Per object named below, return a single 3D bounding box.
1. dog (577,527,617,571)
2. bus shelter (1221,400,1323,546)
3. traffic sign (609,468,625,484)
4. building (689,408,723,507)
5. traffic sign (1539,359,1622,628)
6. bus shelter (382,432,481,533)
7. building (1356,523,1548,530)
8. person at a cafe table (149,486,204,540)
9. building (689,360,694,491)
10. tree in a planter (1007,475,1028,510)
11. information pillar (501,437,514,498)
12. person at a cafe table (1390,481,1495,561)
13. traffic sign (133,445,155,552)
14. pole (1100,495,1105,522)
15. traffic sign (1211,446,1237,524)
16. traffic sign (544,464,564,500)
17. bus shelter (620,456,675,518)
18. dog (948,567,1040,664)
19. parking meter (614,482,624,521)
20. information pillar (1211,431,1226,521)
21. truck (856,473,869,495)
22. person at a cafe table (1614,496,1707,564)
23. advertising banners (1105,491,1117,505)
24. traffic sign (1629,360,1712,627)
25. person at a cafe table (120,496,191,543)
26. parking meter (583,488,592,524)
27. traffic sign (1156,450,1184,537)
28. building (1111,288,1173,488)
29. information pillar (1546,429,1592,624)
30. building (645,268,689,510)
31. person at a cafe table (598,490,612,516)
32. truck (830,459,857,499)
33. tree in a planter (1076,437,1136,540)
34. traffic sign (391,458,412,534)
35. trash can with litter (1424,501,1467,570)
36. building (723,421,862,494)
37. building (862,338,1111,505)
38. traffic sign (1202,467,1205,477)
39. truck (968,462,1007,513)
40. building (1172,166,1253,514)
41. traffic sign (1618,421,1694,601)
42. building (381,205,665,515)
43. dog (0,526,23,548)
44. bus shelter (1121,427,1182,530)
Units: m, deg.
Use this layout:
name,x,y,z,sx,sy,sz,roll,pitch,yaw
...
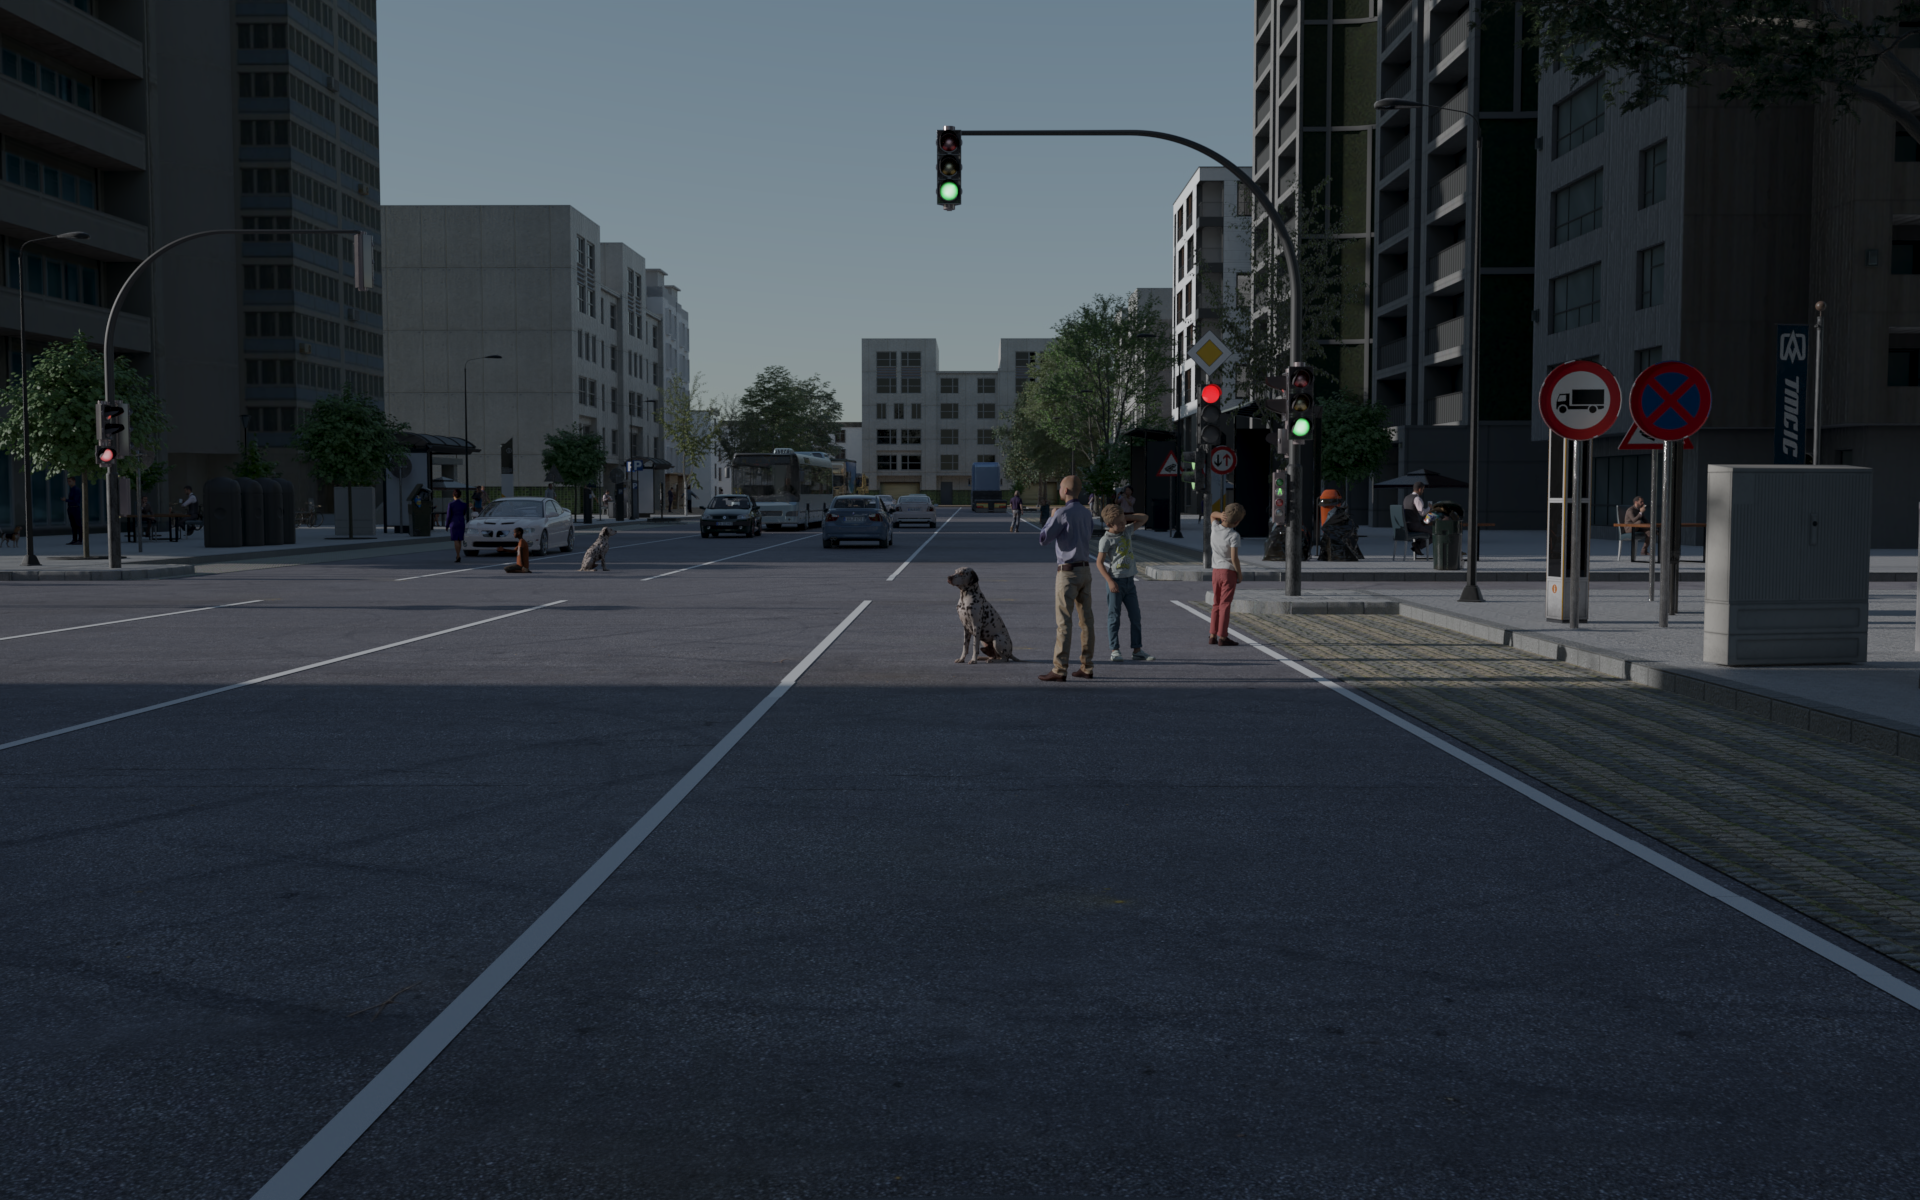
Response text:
name,x,y,z,sx,sy,sz,roll,pitch,yaw
dog,-6.876,-0.948,32.343,0.800,0.831,0.513,2,4,24
bus shelter,8.244,-3.355,46.136,1.731,3.624,6.357,0,4,0
traffic sign,-16.755,-5.167,84.583,0.768,2.556,0.104,0,4,3
building,-38.081,-13.874,168.979,28.070,9.664,9.099,0,4,0
traffic sign,5.878,-1.003,16.498,0.768,2.556,0.104,0,4,5
bus shelter,-18.050,-3.977,58.954,2.014,3.302,5.546,0,4,0
building,26.006,-38.266,63.907,20.563,71.187,20.611,0,4,0
person at a cafe table,-22.087,-2.466,48.842,1.622,1.524,1.698,-1,4,-21
building,-32.397,-18.253,154.861,16.016,20.091,11.380,0,4,0
tree in a planter,5.370,-9.930,159.582,1.991,3.239,1.994,0,4,0
information pillar,-18.628,-4.892,71.344,0.504,3.616,0.183,0,4,-7
person at a cafe table,9.118,-1.523,33.414,1.622,1.524,1.698,-1,4,-18
traffic sign,-18.033,-2.320,38.034,0.768,2.556,0.104,1,4,8
pole,6.524,-5.222,79.220,0.158,3.312,0.155,0,3,0
traffic sign,6.906,-2.786,45.660,0.768,2.556,0.104,0,4,4
traffic sign,-17.530,-4.574,74.783,0.884,2.594,0.081,0,4,4
bus shelter,-17.217,-6.228,95.744,2.014,3.302,5.546,0,4,0
dog,0.317,0.131,14.701,0.800,0.831,0.513,0,4,6
parking meter,-16.174,-4.680,82.232,0.399,1.863,0.255,-2,4,-31
information pillar,8.488,-4.012,56.946,0.504,3.616,0.183,0,4,-3
truck,-10.117,-10.213,162.912,3.469,3.379,9.791,0,4,0
person at a cafe table,13.133,-1.335,32.691,1.698,1.238,1.726,-1,4,-18
advertising banners,7.776,-5.176,80.813,2.074,3.025,0.090,-1,4,-15
traffic sign,6.779,-1.009,16.611,0.768,2.556,0.104,0,4,4
person at a cafe table,-21.712,-2.173,46.391,1.698,1.238,1.726,-3,4,-36
parking meter,-16.055,-4.053,74.674,0.372,1.533,0.369,0,3,0
traffic sign,6.255,-3.140,51.338,0.884,2.594,0.081,1,4,9
building,23.596,-17.771,157.013,16.747,18.905,31.486,0,4,0
information pillar,6.070,-0.781,17.262,0.304,2.012,0.304,-1,4,-13
building,-31.652,-17.547,143.313,16.016,20.091,11.380,0,4,0
person at a cafe table,-20.315,-5.674,101.285,1.622,1.524,1.698,1,4,14
truck,-10.077,-9.228,139.797,2.839,4.237,11.283,0,4,2
tree in a planter,4.504,-3.516,54.711,1.991,3.239,1.994,0,4,0
traffic sign,-18.085,-3.419,56.002,0.768,2.556,0.104,0,4,8
trash can with litter,8.264,-1.103,29.416,0.624,1.170,1.055,1,4,23
building,-25.142,-15.900,202.116,28.070,9.664,9.099,0,4,0
building,4.663,-20.700,204.903,31.486,18.905,16.747,0,4,0
traffic sign,8.787,-3.704,60.671,0.768,2.556,0.104,0,4,4
truck,2.275,-9.257,141.108,2.967,4.110,18.799,0,4,-1
building,28.938,-17.156,124.476,27.936,21.610,32.646,0,4,0
traffic sign,8.285,-1.265,20.679,0.884,2.594,0.081,0,4,2
building,-32.014,-15.627,121.960,16.747,18.905,31.486,0,4,0
dog,-22.790,-1.514,41.577,0.540,0.507,0.406,-2,4,-25
bus shelter,7.071,-4.460,64.198,1.731,3.624,6.357,0,4,1
